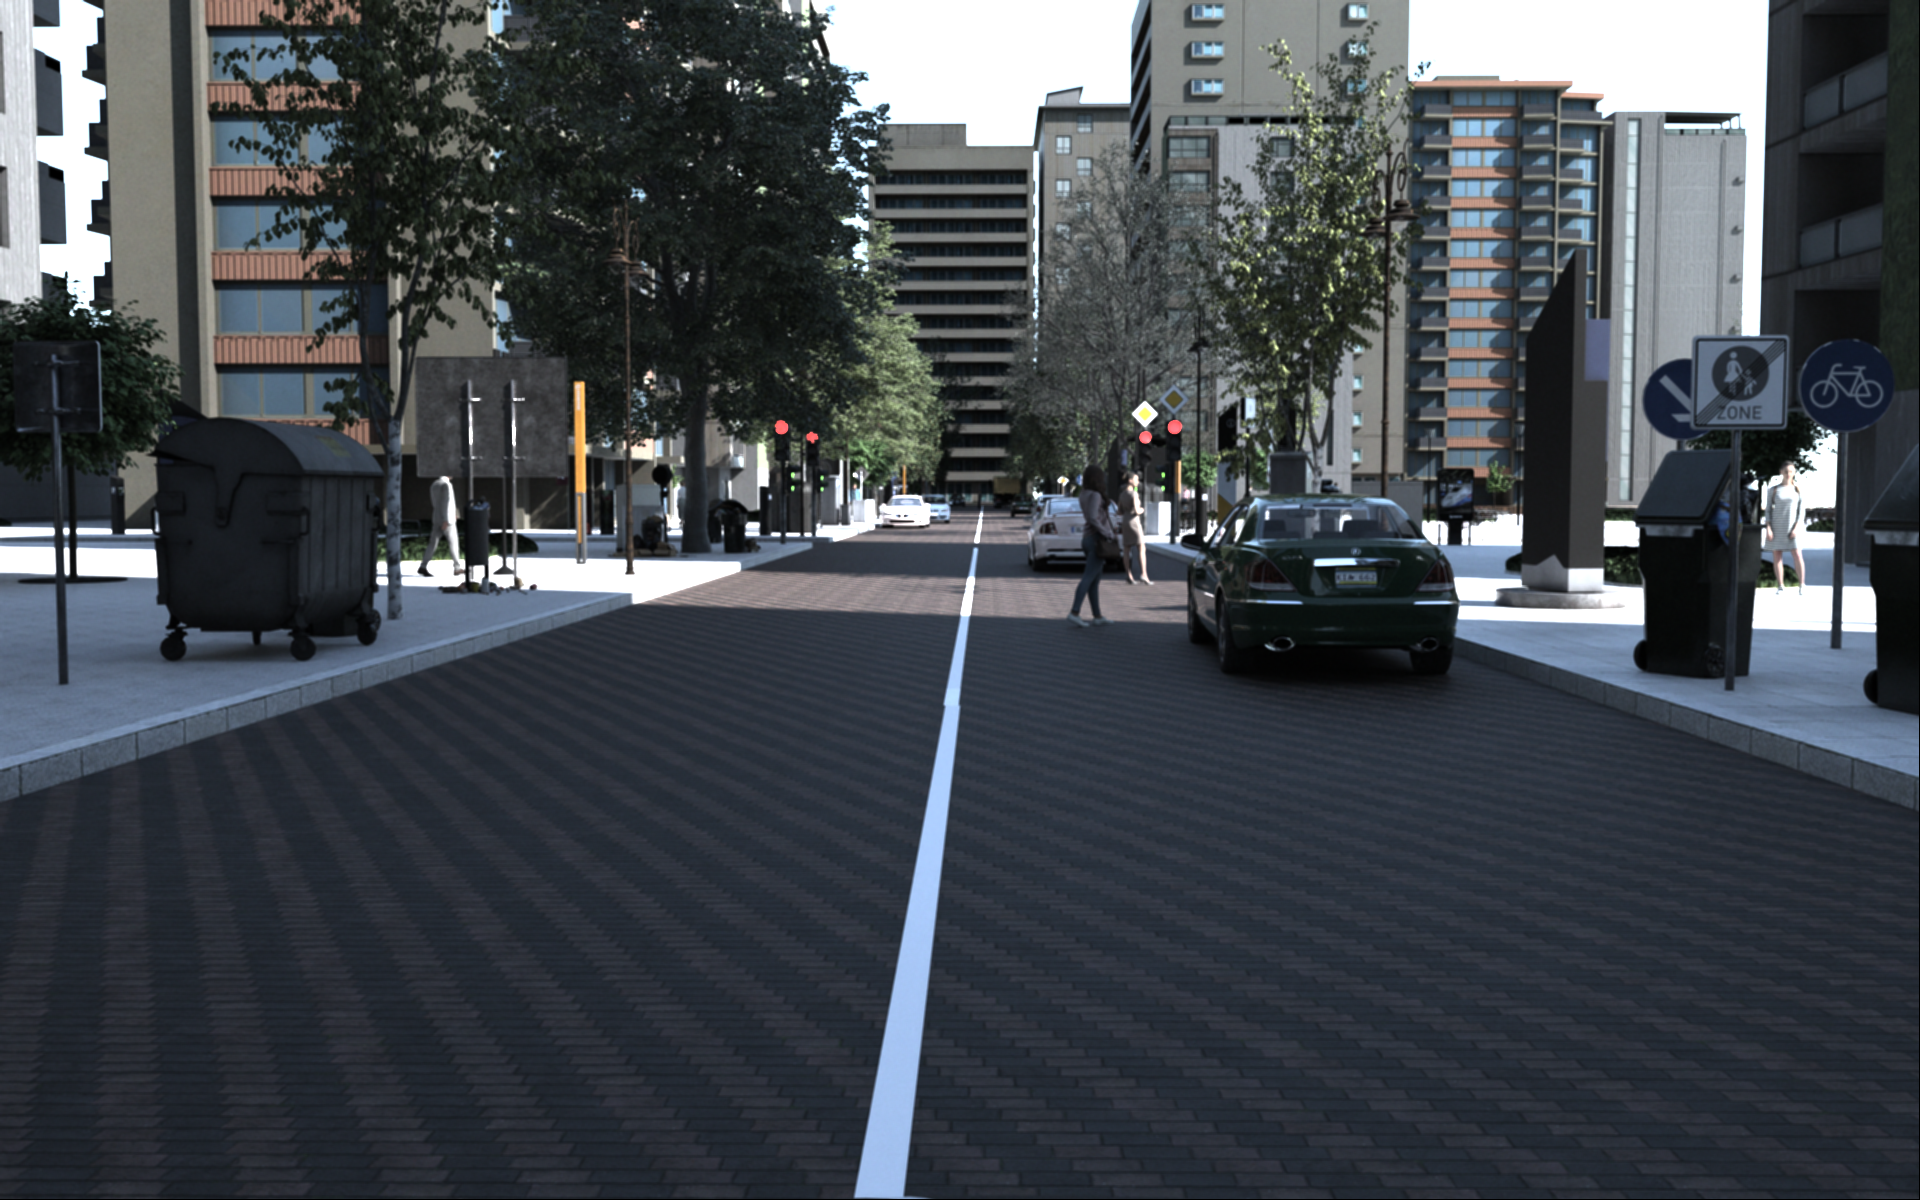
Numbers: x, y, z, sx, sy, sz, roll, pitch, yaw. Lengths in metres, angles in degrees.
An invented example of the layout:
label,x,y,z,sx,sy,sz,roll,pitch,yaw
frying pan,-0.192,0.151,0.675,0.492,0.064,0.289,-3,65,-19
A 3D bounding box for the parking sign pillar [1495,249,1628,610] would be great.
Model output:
label,x,y,z,sx,sy,sz,roll,pitch,yaw
parking sign pillar,6.900,-1.915,19.779,1.447,3.967,1.447,0,4,-5

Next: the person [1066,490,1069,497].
label,x,y,z,sx,sy,sz,roll,pitch,yaw
person,11.529,-10.997,186.781,0.436,1.711,0.756,0,4,0

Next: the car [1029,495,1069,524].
label,x,y,z,sx,sy,sz,roll,pitch,yaw
car,3.844,-3.642,71.542,2.014,1.417,4.499,0,4,1

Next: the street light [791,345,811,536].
label,x,y,z,sx,sy,sz,roll,pitch,yaw
street light,-4.813,-4.885,52.650,0.468,5.910,1.993,0,4,1

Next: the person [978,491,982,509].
label,x,y,z,sx,sy,sz,roll,pitch,yaw
person,2.013,-9.566,165.439,0.750,1.759,0.617,2,4,31

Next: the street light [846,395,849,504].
label,x,y,z,sx,sy,sz,roll,pitch,yaw
street light,-4.687,-6.061,71.890,0.468,5.910,1.993,0,4,1

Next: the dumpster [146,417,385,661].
label,x,y,z,sx,sy,sz,roll,pitch,yaw
dumpster,-5.554,-0.502,13.964,1.264,1.857,1.865,0,4,1

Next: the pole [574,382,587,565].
label,x,y,z,sx,sy,sz,roll,pitch,yaw
pole,-6.908,-2.304,31.512,0.158,3.312,0.155,0,3,0

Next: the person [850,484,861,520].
label,x,y,z,sx,sy,sz,roll,pitch,yaw
person,-5.091,-4.743,83.927,0.601,1.785,0.444,0,4,3

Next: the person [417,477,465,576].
label,x,y,z,sx,sy,sz,roll,pitch,yaw
person,-8.074,-1.266,27.022,0.850,1.792,0.678,-3,5,-45

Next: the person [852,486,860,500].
label,x,y,z,sx,sy,sz,roll,pitch,yaw
person,-5.707,-5.389,94.419,0.793,1.790,0.793,1,4,8

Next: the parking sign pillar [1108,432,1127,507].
label,x,y,z,sx,sy,sz,roll,pitch,yaw
parking sign pillar,6.889,-5.350,75.947,1.447,3.967,1.447,-1,4,-15

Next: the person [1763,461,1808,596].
label,x,y,z,sx,sy,sz,roll,pitch,yaw
person,10.505,-0.917,22.034,0.512,1.701,0.522,1,4,20

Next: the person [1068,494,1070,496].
label,x,y,z,sx,sy,sz,roll,pitch,yaw
person,11.420,-10.369,175.560,1.348,1.826,0.705,-2,4,-34

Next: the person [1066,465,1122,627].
label,x,y,z,sx,sy,sz,roll,pitch,yaw
person,1.416,-0.597,18.845,0.643,1.750,0.593,-1,4,-17

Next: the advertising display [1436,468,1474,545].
label,x,y,z,sx,sy,sz,roll,pitch,yaw
advertising display,12.477,-2.350,43.643,0.974,1.923,0.123,-1,4,-14

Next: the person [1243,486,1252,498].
label,x,y,z,sx,sy,sz,roll,pitch,yaw
person,19.360,-6.729,115.832,0.755,1.850,0.659,-1,4,-17

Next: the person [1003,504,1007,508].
label,x,y,z,sx,sy,sz,roll,pitch,yaw
person,4.800,-10.707,184.279,1.217,1.743,0.721,0,4,-6

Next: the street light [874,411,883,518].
label,x,y,z,sx,sy,sz,roll,pitch,yaw
street light,-4.324,-7.261,91.505,0.468,5.910,1.993,0,4,1

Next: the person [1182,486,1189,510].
label,x,y,z,sx,sy,sz,roll,pitch,yaw
person,14.671,-6.543,113.023,0.555,1.821,0.388,2,4,25

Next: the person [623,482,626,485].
label,x,y,z,sx,sy,sz,roll,pitch,yaw
person,-8.623,-2.263,44.860,0.330,1.601,0.589,-3,4,-38

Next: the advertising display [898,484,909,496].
label,x,y,z,sx,sy,sz,roll,pitch,yaw
advertising display,-3.828,-6.659,114.095,0.974,1.923,0.123,2,4,26

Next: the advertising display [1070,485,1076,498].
label,x,y,z,sx,sy,sz,roll,pitch,yaw
advertising display,7.955,-6.878,117.674,0.974,1.923,0.123,-1,4,-18

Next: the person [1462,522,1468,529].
label,x,y,z,sx,sy,sz,roll,pitch,yaw
person,18.313,-3.212,62.834,0.425,1.301,0.394,1,4,15

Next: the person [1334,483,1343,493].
label,x,y,z,sx,sy,sz,roll,pitch,yaw
person,20.324,-5.383,93.415,0.648,1.900,0.474,-2,4,-27

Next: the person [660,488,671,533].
label,x,y,z,sx,sy,sz,roll,pitch,yaw
person,-9.891,-3.149,57.561,0.654,1.822,0.581,3,5,43

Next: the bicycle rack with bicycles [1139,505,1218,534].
label,x,y,z,sx,sy,sz,roll,pitch,yaw
bicycle rack with bicycles,6.971,-2.656,56.809,2.852,0.926,2.925,-1,4,-17

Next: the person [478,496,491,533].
label,x,y,z,sx,sy,sz,roll,pitch,yaw
person,-14.678,-2.578,53.213,0.505,1.210,0.382,-1,4,-23

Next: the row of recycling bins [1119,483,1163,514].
label,x,y,z,sx,sy,sz,roll,pitch,yaw
row of recycling bins,6.971,-3.613,66.181,1.069,1.692,3.534,2,4,25

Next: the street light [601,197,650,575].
label,x,y,z,sx,sy,sz,roll,pitch,yaw
street light,-5.243,-3.336,27.338,0.468,5.910,1.993,0,4,1

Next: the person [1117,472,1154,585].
label,x,y,z,sx,sy,sz,roll,pitch,yaw
person,2.777,-1.142,27.513,0.374,1.781,0.599,-2,4,-33

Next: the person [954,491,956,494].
label,x,y,z,sx,sy,sz,roll,pitch,yaw
person,-0.601,-11.889,203.442,0.990,1.755,0.434,3,4,37

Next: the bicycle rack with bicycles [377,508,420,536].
label,x,y,z,sx,sy,sz,roll,pitch,yaw
bicycle rack with bicycles,-15.013,-1.876,44.063,2.852,0.926,2.925,-3,4,-37

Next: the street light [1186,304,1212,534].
label,x,y,z,sx,sy,sz,roll,pitch,yaw
street light,5.816,-4.247,42.230,0.468,5.910,1.993,0,4,1

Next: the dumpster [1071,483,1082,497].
label,x,y,z,sx,sy,sz,roll,pitch,yaw
dumpster,7.806,-6.509,108.923,1.502,2.255,1.985,0,4,1

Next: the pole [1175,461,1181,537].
label,x,y,z,sx,sy,sz,roll,pitch,yaw
pole,6.528,-3.558,52.017,0.158,3.312,0.155,0,3,0

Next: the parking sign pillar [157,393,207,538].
label,x,y,z,sx,sy,sz,roll,pitch,yaw
parking sign pillar,-19.342,-3.354,43.311,1.447,3.967,1.447,-1,4,-15

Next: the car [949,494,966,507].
label,x,y,z,sx,sy,sz,roll,pitch,yaw
car,-0.302,-11.225,193.317,2.009,1.686,4.222,0,4,0

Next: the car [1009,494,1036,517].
label,x,y,z,sx,sy,sz,roll,pitch,yaw
car,4.046,-6.039,108.523,2.009,1.686,4.222,0,4,2

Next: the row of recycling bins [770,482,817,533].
label,x,y,z,sx,sy,sz,roll,pitch,yaw
row of recycling bins,-5.672,-3.121,58.141,1.069,1.692,3.534,-1,4,-21

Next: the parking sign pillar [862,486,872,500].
label,x,y,z,sx,sy,sz,roll,pitch,yaw
parking sign pillar,-5.603,-7.705,114.443,1.447,3.967,1.447,-2,4,-35

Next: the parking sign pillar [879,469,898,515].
label,x,y,z,sx,sy,sz,roll,pitch,yaw
parking sign pillar,-4.274,-7.284,107.567,1.447,3.967,1.447,1,4,19

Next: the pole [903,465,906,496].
label,x,y,z,sx,sy,sz,roll,pitch,yaw
pole,-3.583,-7.186,111.335,0.158,3.312,0.155,0,3,0

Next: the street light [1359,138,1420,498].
label,x,y,z,sx,sy,sz,roll,pitch,yaw
street light,5.657,-3.071,22.991,0.468,5.910,1.993,0,4,1

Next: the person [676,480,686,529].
label,x,y,z,sx,sy,sz,roll,pitch,yaw
person,-10.276,-3.540,64.141,0.478,1.798,0.641,2,4,24
